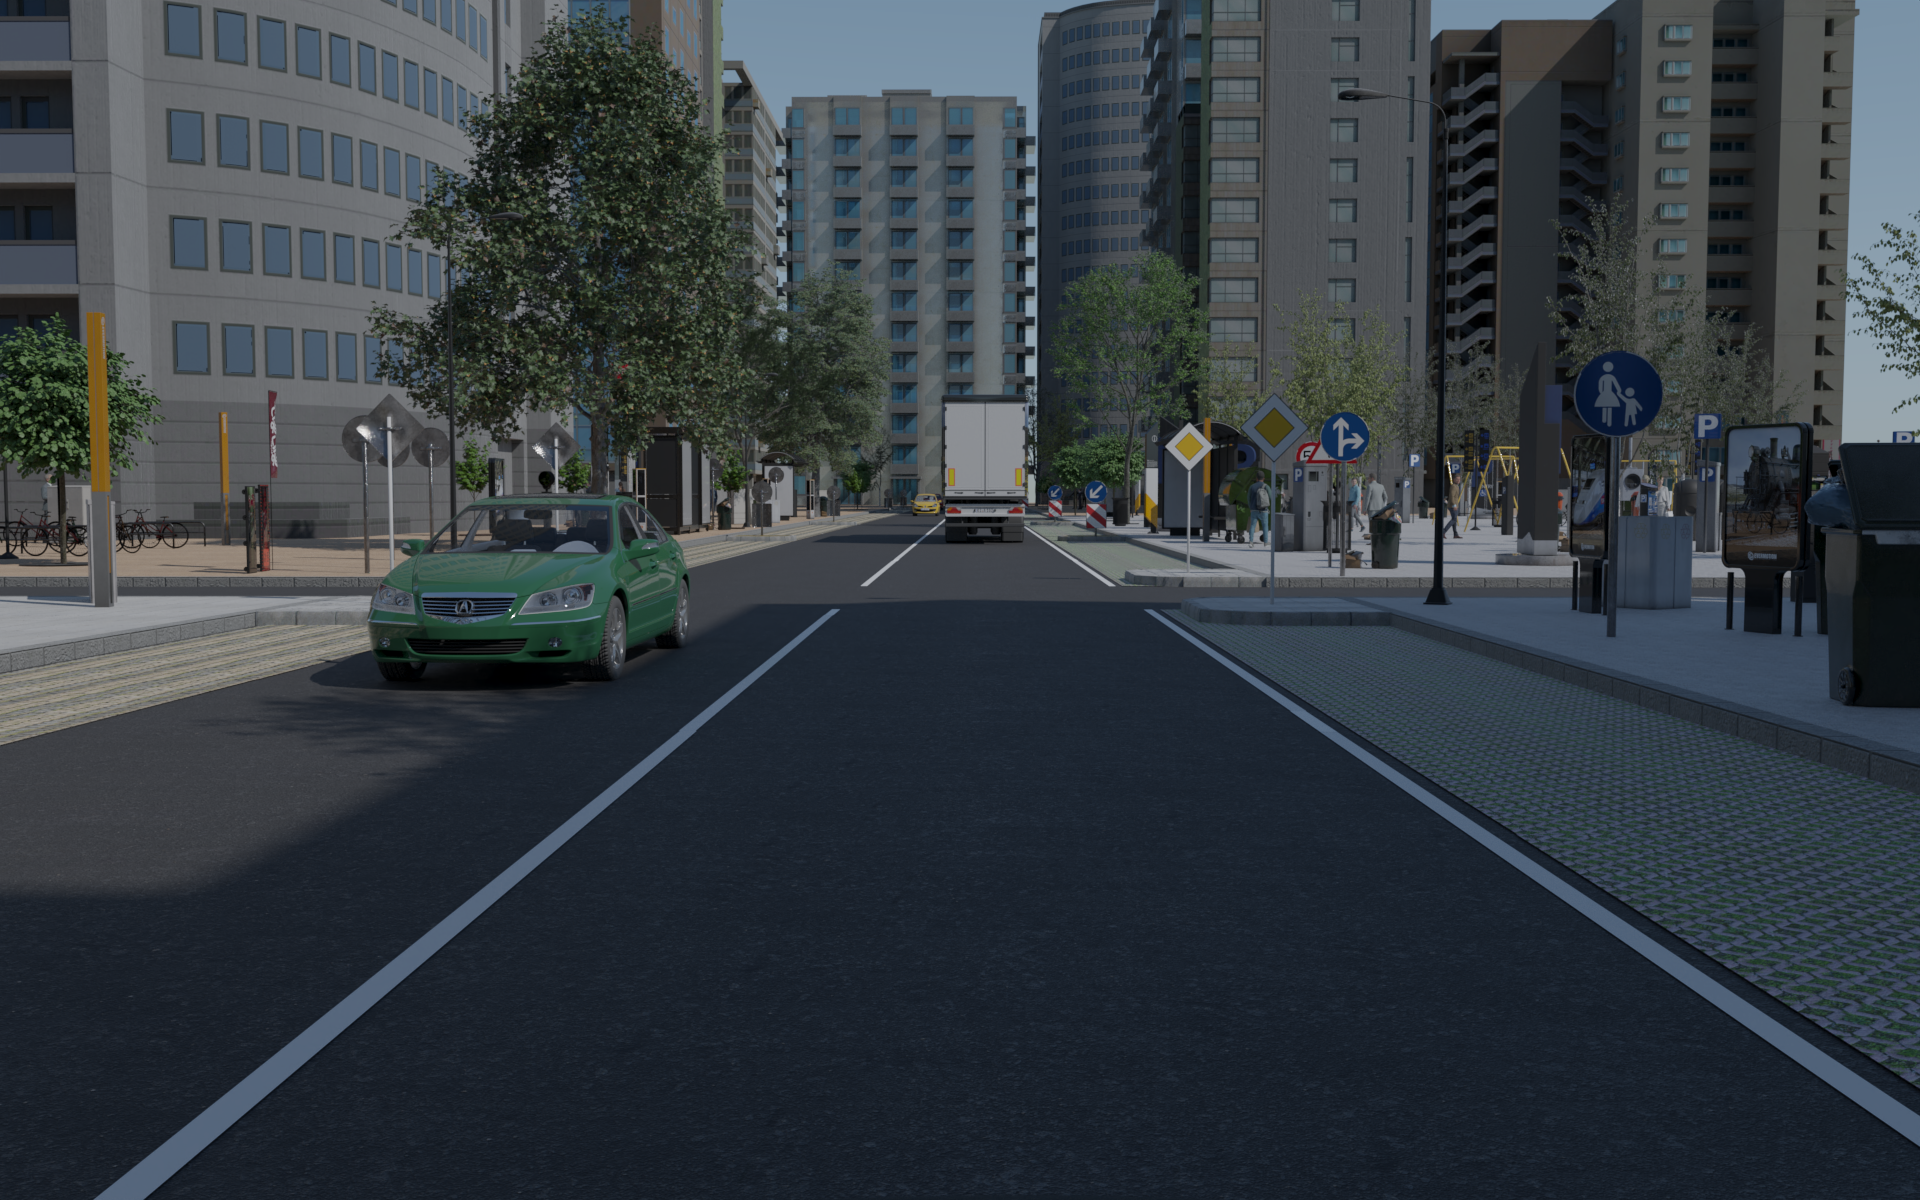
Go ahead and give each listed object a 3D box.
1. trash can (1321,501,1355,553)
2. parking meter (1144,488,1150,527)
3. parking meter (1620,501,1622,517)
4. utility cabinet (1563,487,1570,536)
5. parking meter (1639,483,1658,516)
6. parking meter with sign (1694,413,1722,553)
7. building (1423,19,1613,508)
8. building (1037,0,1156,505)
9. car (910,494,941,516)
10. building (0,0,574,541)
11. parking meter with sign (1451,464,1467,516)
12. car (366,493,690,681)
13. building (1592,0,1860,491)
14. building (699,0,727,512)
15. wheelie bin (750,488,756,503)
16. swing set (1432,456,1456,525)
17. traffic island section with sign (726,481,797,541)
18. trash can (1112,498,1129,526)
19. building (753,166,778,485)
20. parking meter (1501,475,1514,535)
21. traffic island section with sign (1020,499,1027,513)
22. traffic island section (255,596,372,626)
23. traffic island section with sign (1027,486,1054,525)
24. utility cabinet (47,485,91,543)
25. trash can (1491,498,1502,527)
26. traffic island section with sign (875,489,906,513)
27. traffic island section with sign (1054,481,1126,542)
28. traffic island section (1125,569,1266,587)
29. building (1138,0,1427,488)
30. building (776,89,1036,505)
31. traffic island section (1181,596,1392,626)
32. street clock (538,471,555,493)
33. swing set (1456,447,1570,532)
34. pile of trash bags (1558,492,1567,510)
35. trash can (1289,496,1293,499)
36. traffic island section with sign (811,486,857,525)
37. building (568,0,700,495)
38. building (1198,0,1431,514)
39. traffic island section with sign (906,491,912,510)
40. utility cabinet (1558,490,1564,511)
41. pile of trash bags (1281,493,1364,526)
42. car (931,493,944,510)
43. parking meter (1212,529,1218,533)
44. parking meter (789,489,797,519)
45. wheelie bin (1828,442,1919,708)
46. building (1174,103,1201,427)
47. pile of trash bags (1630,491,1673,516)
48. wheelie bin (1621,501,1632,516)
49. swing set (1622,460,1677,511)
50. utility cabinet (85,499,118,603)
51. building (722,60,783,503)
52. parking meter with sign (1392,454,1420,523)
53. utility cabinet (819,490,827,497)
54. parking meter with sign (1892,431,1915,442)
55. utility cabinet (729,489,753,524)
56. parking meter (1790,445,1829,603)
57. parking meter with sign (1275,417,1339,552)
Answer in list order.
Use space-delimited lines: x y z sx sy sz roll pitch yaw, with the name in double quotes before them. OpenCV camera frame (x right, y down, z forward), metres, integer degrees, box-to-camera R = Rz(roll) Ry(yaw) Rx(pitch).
"trash can" 8.203 -1.590 37.654 0.748 1.137 0.748 0 3 0
"parking meter" 7.277 -3.574 66.843 0.372 1.533 0.369 0 3 0
"parking meter" 32.824 -4.939 86.458 0.255 1.863 0.399 -1 4 -13
"utility cabinet" 17.747 -2.511 49.730 0.318 1.500 1.173 3 4 36
"parking meter" 15.036 -1.799 37.820 0.372 1.533 0.369 0 3 0
"parking meter with sign" 16.582 -2.572 38.311 0.543 3.016 1.738 2 4 28
"building" 50.853 -31.321 162.203 14.200 45.320 14.600 0 4 1
"building" 23.547 -40.576 205.409 28.212 58.520 21.231 0 4 1
"car" -2.215 -6.314 113.450 2.015 1.641 3.980 0 4 1
"building" -27.441 -31.679 59.950 21.231 58.520 28.212 0 4 1
"parking meter with sign" 28.824 -6.340 99.928 0.543 3.016 1.738 2 4 32
"car" -3.506 -0.184 14.811 2.131 1.459 4.920 0 4 1
"building" 68.724 -32.730 158.830 21.600 48.544 21.300 0 4 1
"building" -24.850 -26.949 124.204 14.154 41.232 14.086 0 4 1
"wheelie bin" -11.283 -5.180 92.603 0.693 1.594 0.980 1 4 16
"swing set" 21.354 -4.479 70.857 3.119 2.851 2.862 0 4 -6
"traffic island section with sign" -6.039 -2.709 52.926 1.989 1.847 2.006 0 4 1
"trash can" 6.411 -3.522 69.234 0.748 1.137 0.748 0 3 0
"building" -29.049 -33.795 202.652 14.200 45.320 14.600 0 4 1
"parking meter" 17.071 -2.953 53.993 0.255 1.863 0.399 0 4 -8
"traffic island section with sign" 4.712 -7.442 130.311 1.989 1.847 2.006 0 4 1
"traffic island section" -6.667 0.124 20.248 2.009 0.180 2.903 0 4 1
"traffic island section with sign" 4.235 -4.346 79.683 1.989 1.847 2.006 0 4 1
"utility cabinet" -22.912 -2.194 44.557 1.173 1.500 0.318 1 4 20
"trash can" 20.832 -3.373 66.798 0.748 1.137 0.748 0 3 0
"traffic island section with sign" -5.313 -7.422 129.985 1.989 1.847 2.006 0 4 1
"traffic island section with sign" 3.983 -2.697 52.729 1.989 1.847 2.006 0 4 1
"traffic island section" 3.749 -0.358 28.132 2.009 0.180 2.903 0 4 1
"building" 27.810 -32.700 154.248 23.786 49.044 30.456 0 4 1
"building" -6.348 -35.977 207.837 30.456 49.044 23.786 0 4 1
"traffic island section" 3.674 0.131 20.147 2.009 0.180 2.903 0 4 1
"street clock" -12.984 -3.050 54.442 0.471 2.002 0.358 1 4 17
"swing set" 18.855 -3.685 57.873 3.119 2.851 2.862 -2 4 -26
"pile of trash bags" 27.691 -4.130 77.273 1.912 1.369 3.447 -2 4 -29
"trash can" 19.888 -5.570 102.724 0.748 1.137 0.748 0 3 0
"traffic island section with sign" -5.780 -4.358 79.880 1.989 1.847 2.006 0 4 1
"building" -24.471 -28.125 109.959 14.600 45.320 14.200 0 4 1
"building" 23.024 -26.510 117.027 14.154 41.232 14.086 0 4 1
"traffic island section with sign" -5.060 -9.096 157.341 1.989 1.847 2.006 0 4 1
"utility cabinet" 30.170 -4.798 87.118 1.173 1.500 0.318 2 4 28
"pile of trash bags" 14.803 -3.749 71.054 3.447 1.369 1.912 1 4 19
"car" -2.362 -8.822 153.272 2.155 1.783 4.494 0 3 0
"parking meter" 8.319 -3.139 57.039 0.399 1.863 0.255 1 4 9
"parking meter" -9.147 -5.313 95.280 0.372 1.533 0.369 0 3 0
"wheelie bin" 5.671 -0.165 10.603 0.980 1.594 0.693 1 4 9
"building" 23.078 -22.002 131.426 14.160 30.474 14.107 0 4 1
"pile of trash bags" 36.352 -4.810 88.404 3.447 1.369 1.912 0 4 -7
"wheelie bin" 33.664 -4.872 87.567 0.693 1.594 0.980 1 4 9
"swing set" 31.831 -5.068 80.488 3.119 2.851 2.862 1 4 16
"utility cabinet" -10.296 -0.589 20.790 0.306 1.237 1.020 -2 4 -28
"building" -28.611 -28.283 154.313 23.993 40.220 32.217 0 4 1
"parking meter with sign" 19.575 -4.912 76.573 0.543 3.016 1.738 -1 4 -20
"utility cabinet" -8.223 -5.717 102.156 0.318 1.500 1.173 1 4 21
"parking meter with sign" 26.371 -3.214 48.803 0.543 3.016 1.738 1 4 18
"utility cabinet" -9.320 -3.975 73.665 0.318 1.500 1.173 3 4 36
"parking meter" 10.047 -0.903 20.481 0.255 1.863 0.399 0 4 -1
"parking meter with sign" 7.814 -2.602 38.798 1.738 3.016 0.543 -2 4 -28
